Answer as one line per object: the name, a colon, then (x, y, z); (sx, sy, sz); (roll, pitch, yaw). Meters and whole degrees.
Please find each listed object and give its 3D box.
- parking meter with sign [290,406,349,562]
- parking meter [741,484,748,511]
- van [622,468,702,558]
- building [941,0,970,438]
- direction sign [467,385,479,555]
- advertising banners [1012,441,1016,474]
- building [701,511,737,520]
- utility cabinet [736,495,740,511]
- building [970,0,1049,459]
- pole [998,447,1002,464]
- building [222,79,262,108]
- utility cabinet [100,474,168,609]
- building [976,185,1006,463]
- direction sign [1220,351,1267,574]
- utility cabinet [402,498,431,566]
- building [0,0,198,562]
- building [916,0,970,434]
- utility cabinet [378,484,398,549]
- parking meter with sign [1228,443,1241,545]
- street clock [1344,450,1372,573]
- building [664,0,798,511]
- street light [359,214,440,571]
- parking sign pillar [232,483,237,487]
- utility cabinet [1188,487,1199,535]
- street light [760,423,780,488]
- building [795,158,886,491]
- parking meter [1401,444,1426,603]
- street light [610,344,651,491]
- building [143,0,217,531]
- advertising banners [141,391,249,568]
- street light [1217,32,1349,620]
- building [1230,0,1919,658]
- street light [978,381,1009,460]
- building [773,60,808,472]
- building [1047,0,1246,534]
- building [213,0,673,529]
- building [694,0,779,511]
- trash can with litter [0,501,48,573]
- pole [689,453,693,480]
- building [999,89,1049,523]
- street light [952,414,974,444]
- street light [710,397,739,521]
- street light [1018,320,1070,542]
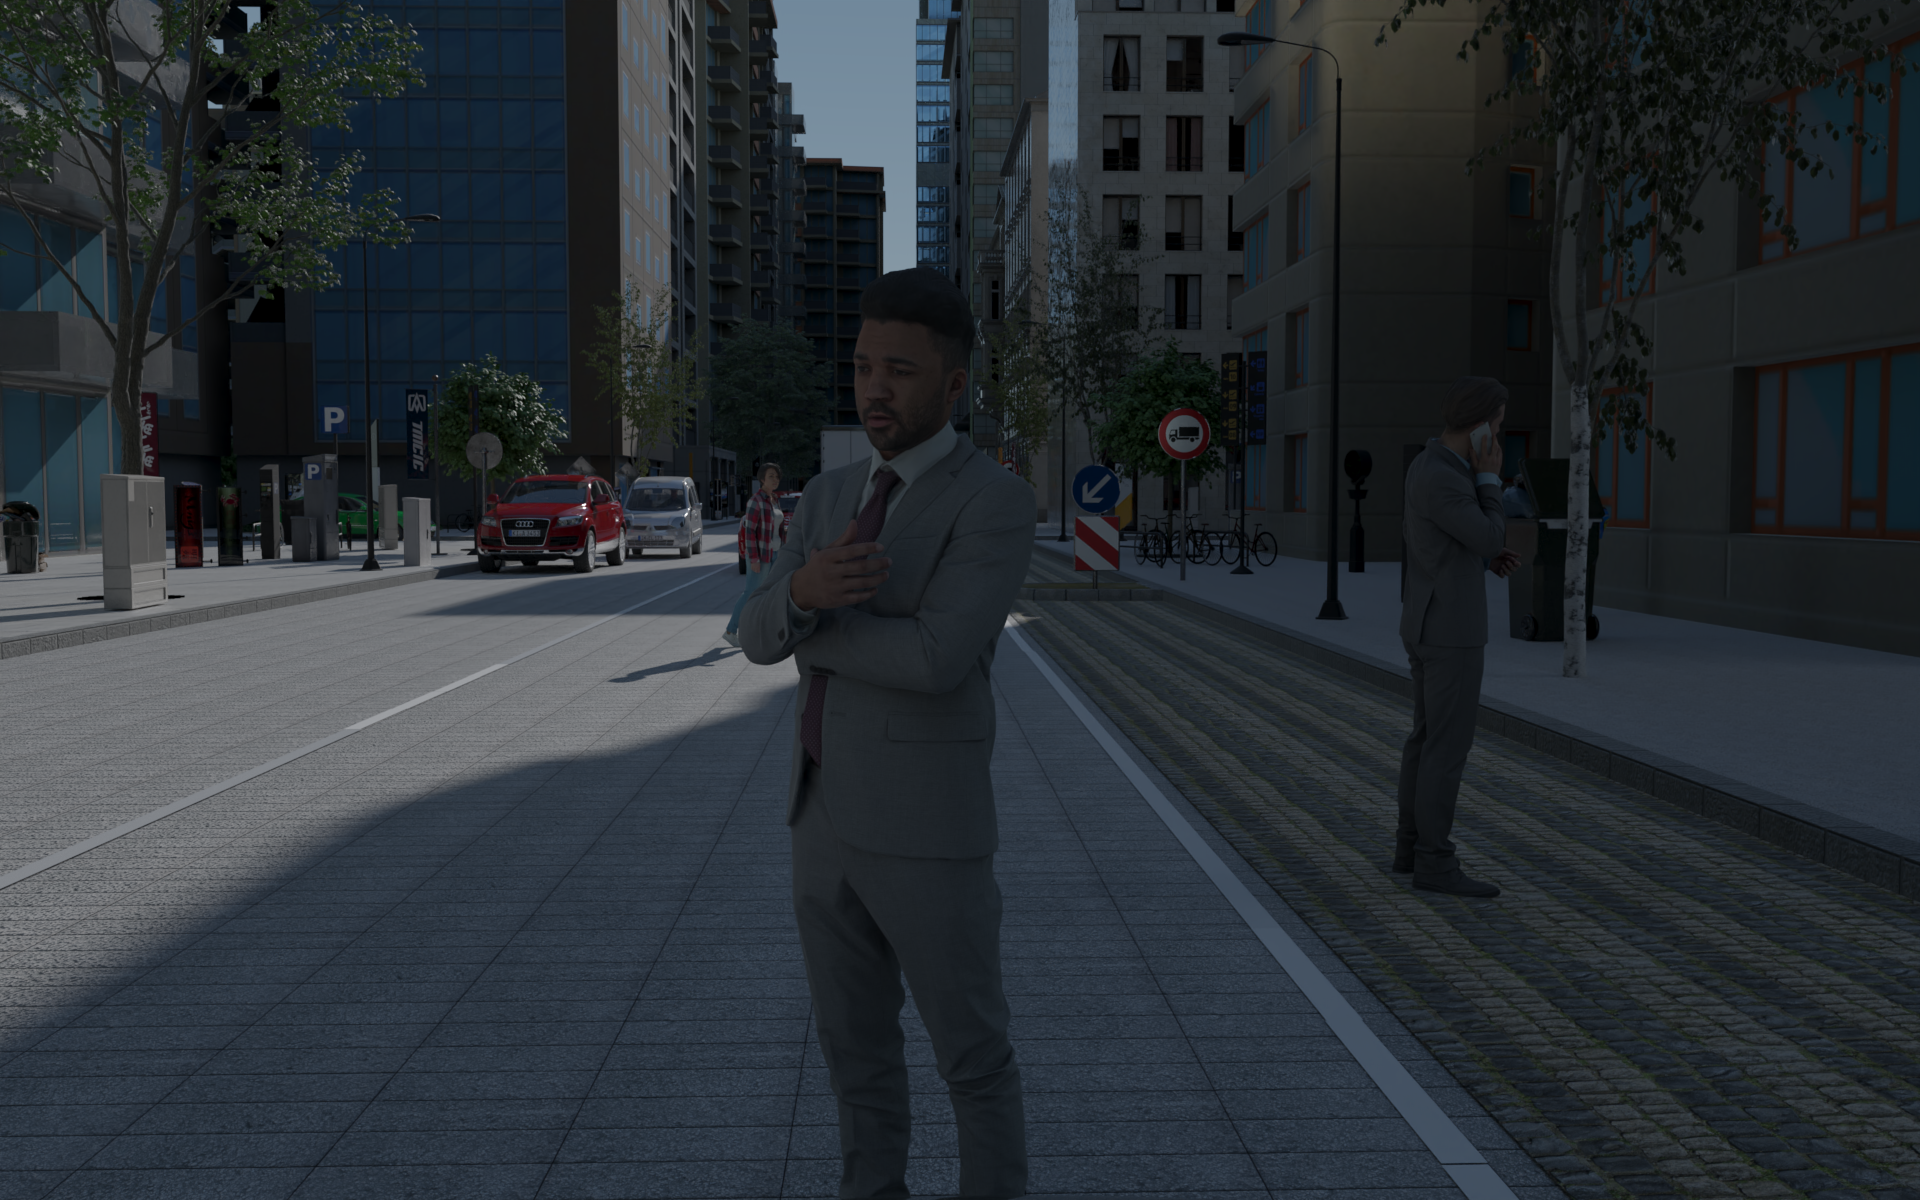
parking meter with sign: (-12.349, -2.270, 33.371); (0.543, 3.016, 1.738); (0, 4, 2)
parking meter: (-12.078, -5.581, 96.959); (0.255, 1.863, 0.399); (-3, 4, -38)
van: (-6.904, -2.011, 39.894); (2.013, 2.044, 4.112); (0, 4, -4)
building: (12.642, -36.774, 190.491); (28.713, 52.752, 27.495); (0, 4, -2)
direction sign: (-10.182, -2.712, 36.334); (0.379, 3.537, 0.876); (-2, 4, -27)
advertising banners: (1.962, -3.714, 56.909); (0.090, 3.025, 2.074); (-1, 4, -12)
building: (-23.184, -40.164, 94.936); (20.563, 71.187, 20.611); (0, 4, -2)
utility cabinet: (-16.514, -7.151, 128.079); (0.306, 1.237, 1.020); (-1, 4, -20)
building: (7.764, -27.971, 140.914); (14.154, 41.232, 14.086); (0, 4, -2)
pole: (1.767, -5.013, 75.811); (0.158, 3.312, 0.155); (0, 3, 0)
building: (-76.848, -38.869, 224.744); (27.495, 52.752, 28.713); (0, 4, -2)
utility cabinet: (-9.293, -0.664, 19.534); (0.318, 1.500, 1.173); (0, 4, -7)
building: (8.347, -17.942, 112.438); (14.460, 24.649, 34.723); (0, 4, -2)
direction sign: (4.529, -2.185, 27.723); (0.379, 3.537, 0.876); (-3, 5, -44)
utility cabinet: (-9.779, -1.227, 31.228); (0.306, 1.237, 1.020); (0, 4, -6)
building: (-32.135, -25.162, 31.012); (30.456, 49.044, 23.786); (0, 4, -2)
building: (5.928, -55.731, 223.871); (31.000, 86.520, 22.319); (0, 4, -2)
utility cabinet: (-13.300, -1.930, 40.228); (0.318, 1.500, 1.173); (-2, 4, -24)
parking meter with sign: (7.023, -2.887, 43.463); (0.543, 3.016, 1.738); (1, 4, 18)
street clock: (6.495, -1.452, 28.305); (0.358, 2.002, 0.471); (-1, 4, -23)
building: (-26.263, -44.556, 166.745); (20.563, 71.187, 20.611); (0, 4, -2)
street light: (-9.328, -3.445, 28.865); (1.470, 5.913, 1.316); (0, 4, -2)
parking sign pillar: (-49.858, -8.006, 119.378); (1.447, 3.967, 1.447); (0, 4, 8)
utility cabinet: (7.326, -2.805, 54.545); (0.318, 1.500, 1.173); (0, 4, 6)
street light: (-12.404, -8.570, 112.666); (1.470, 5.913, 1.316); (0, 4, -2)
building: (-23.964, -34.793, 223.487); (28.867, 44.769, 22.147); (0, 4, -2)
parking meter: (5.423, -0.902, 20.455); (0.399, 1.863, 0.255); (-3, 5, -44)
street light: (-10.279, -4.973, 53.851); (1.470, 5.913, 1.316); (0, 4, -2)
building: (-34.487, -25.065, 59.929); (14.200, 45.320, 14.600); (0, 4, -2)
advertising banners: (-13.454, -2.081, 30.211); (0.090, 3.025, 2.074); (3, 5, 40)
street light: (3.282, -2.756, 17.603); (1.470, 5.913, 1.316); (0, 4, -2)
building: (20.834, -11.132, 27.045); (27.650, 21.520, 28.899); (0, 4, -2)
street light: (1.449, -6.024, 71.038); (1.470, 5.913, 1.316); (0, 4, -2)
building: (-32.407, -34.958, 191.176); (30.456, 49.044, 23.786); (0, 4, -2)
building: (11.921, -12.573, 60.314); (16.860, 20.320, 10.420); (0, 4, -2)
building: (-19.433, -25.598, 68.640); (14.600, 45.320, 14.200); (0, 4, -2)
building: (-26.392, -29.836, 142.448); (22.147, 44.769, 28.867); (0, 4, -2)
trash can with litter: (-15.266, -1.028, 28.195); (0.624, 1.170, 1.055); (-1, 4, -14)
pole: (-13.265, -5.605, 85.482); (0.158, 3.312, 0.155); (0, 3, 0)
building: (7.358, -14.436, 85.175); (9.793, 20.994, 18.267); (0, 4, -2)
street light: (0.258, -7.838, 100.693); (1.470, 5.913, 1.316); (0, 4, -2)
street light: (-11.290, -6.767, 83.183); (1.470, 5.913, 1.316); (0, 4, -2)
street light: (2.243, -4.520, 46.440); (1.470, 5.913, 1.316); (0, 4, -2)
